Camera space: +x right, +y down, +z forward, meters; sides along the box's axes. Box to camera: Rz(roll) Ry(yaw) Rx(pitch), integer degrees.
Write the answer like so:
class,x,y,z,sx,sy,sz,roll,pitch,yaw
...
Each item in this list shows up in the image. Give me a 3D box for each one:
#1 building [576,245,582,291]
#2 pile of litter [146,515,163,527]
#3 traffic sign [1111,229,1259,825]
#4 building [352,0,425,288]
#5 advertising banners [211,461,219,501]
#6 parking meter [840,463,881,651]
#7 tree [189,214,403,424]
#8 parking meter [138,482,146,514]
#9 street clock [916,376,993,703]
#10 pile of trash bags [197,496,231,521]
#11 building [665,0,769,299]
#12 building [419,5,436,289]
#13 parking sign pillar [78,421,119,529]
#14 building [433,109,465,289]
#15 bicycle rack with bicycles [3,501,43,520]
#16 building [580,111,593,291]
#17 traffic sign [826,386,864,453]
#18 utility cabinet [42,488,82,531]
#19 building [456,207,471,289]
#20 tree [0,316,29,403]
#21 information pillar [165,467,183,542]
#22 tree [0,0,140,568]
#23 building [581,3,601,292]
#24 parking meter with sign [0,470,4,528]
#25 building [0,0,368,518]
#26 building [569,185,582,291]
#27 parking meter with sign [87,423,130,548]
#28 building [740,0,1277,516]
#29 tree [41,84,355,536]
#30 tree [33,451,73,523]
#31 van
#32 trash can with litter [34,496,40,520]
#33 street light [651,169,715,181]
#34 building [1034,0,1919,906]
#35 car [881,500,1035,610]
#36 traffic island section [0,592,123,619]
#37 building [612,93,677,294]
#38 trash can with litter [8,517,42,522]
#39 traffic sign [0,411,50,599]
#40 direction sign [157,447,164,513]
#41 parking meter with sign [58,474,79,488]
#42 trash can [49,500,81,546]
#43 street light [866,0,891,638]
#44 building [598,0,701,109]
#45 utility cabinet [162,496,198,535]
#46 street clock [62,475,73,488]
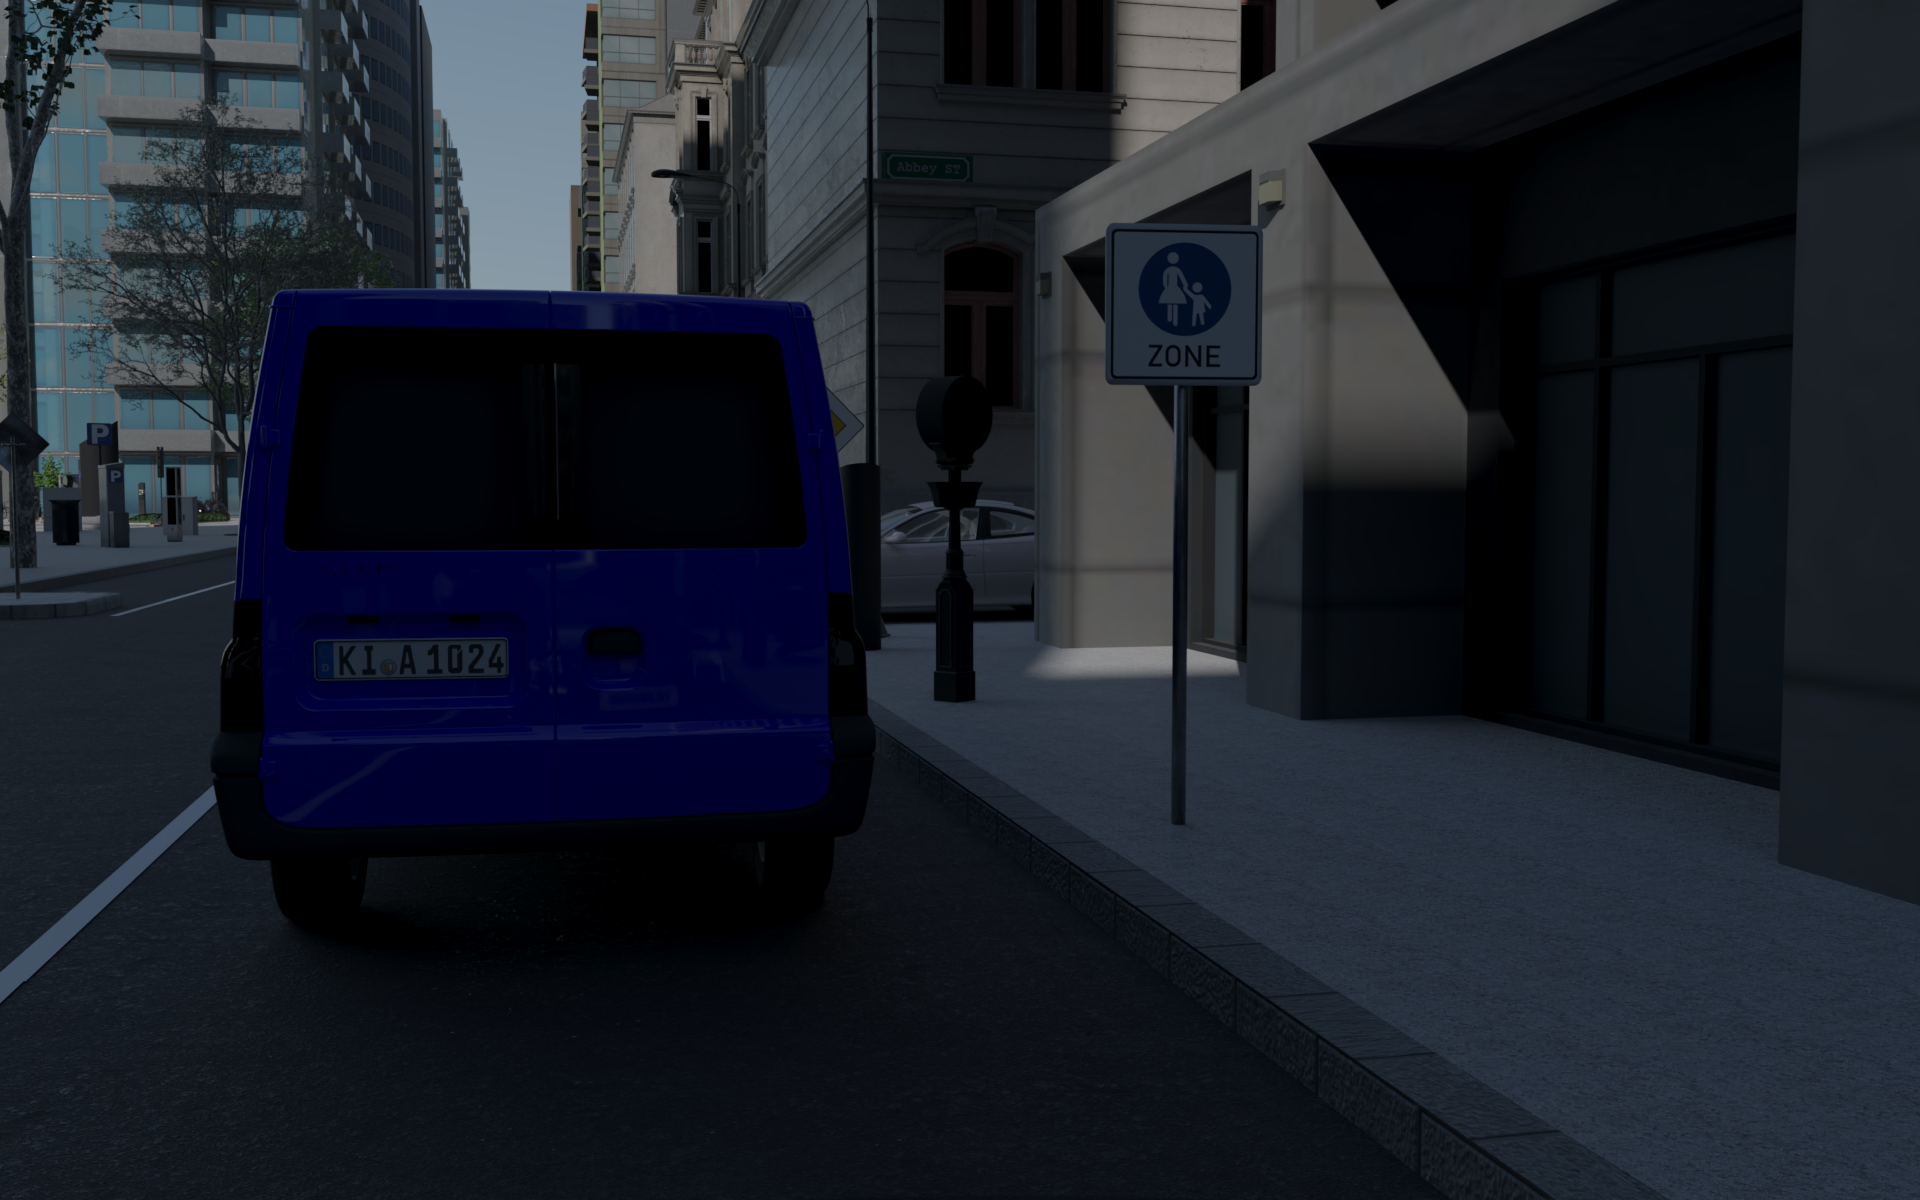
class,x,y,z,sx,sy,sz,roll,pitch,yaw
building,-37.811,-26.421,203.677,14.160,30.474,14.107,-1,4,-13
pile of litter,-31.124,-3.323,68.289,1.719,0.858,1.176,-1,4,-14
traffic sign,0.848,-0.277,6.664,0.606,2.300,0.079,0,4,-7
building,-53.364,-36.180,133.543,21.231,58.520,28.212,-1,4,-13
advertising banners,-38.726,-5.744,90.104,0.090,3.025,2.074,-1,4,-13
parking meter,-0.836,-0.358,14.268,0.372,1.533,0.369,0,3,0
tree,-24.180,-8.424,63.483,9.928,11.665,9.643,0,3,0
parking meter,-40.620,-4.912,86.014,0.255,1.863,0.399,-1,4,-12
street clock,-0.033,-0.375,10.700,0.358,2.002,0.471,3,5,41
pile of trash bags,-35.615,-4.495,83.250,3.447,1.369,1.912,-2,4,-32
building,-3.211,-14.900,62.706,14.460,24.649,34.723,-1,4,-13
building,-54.723,-30.922,155.680,14.600,45.320,14.200,-1,4,-13
parking sign pillar,-31.494,-4.580,63.347,1.447,3.967,1.447,-3,4,-38
building,-73.280,-36.424,215.137,23.786,49.044,30.456,-1,4,-13
bicycle rack with bicycles,-46.915,-4.486,86.731,2.852,0.926,2.925,1,4,10
building,-34.205,-30.957,189.742,14.154,41.232,14.086,-1,4,-13
traffic sign,-1.241,-0.715,15.339,0.795,2.450,0.064,-1,4,-13
utility cabinet,-30.579,-3.077,58.996,1.173,1.500,0.318,-2,4,-30
building,-74.670,-33.923,238.239,14.154,41.232,14.086,-1,4,-13
tree,-34.808,-6.723,60.285,4.737,8.622,4.395,0,3,0
information pillar,-21.108,-2.570,46.505,0.304,2.012,0.304,0,4,-2
tree,-17.800,-10.620,29.520,12.611,20.169,13.585,0,3,0
building,-22.820,-30.761,157.574,22.147,44.769,28.867,-1,4,-13
parking meter with sign,-31.108,-3.631,55.623,0.543,3.016,1.738,-1,4,-13
building,-48.218,-29.685,104.955,23.786,49.044,30.456,-1,4,-13
building,-47.925,-36.414,245.486,14.600,45.320,14.200,-1,4,-13
parking meter with sign,-20.548,-2.792,41.908,0.543,3.016,1.738,-3,5,-41
building,8.103,-15.018,32.938,23.554,28.519,14.401,-1,4,-13
tree,-22.205,-8.725,53.019,12.009,13.543,11.850,0,3,0
tree,-40.712,-5.063,77.378,1.663,3.219,1.824,0,3,0
van,-1.728,-0.197,7.606,2.240,2.365,5.245,-1,4,-12
trash can with litter,-45.158,-4.437,83.933,1.055,1.170,0.624,1,4,20
street light,-3.727,-3.211,25.039,1.470,5.913,1.316,-1,4,-13
building,12.969,-34.684,5.342,20.563,71.187,20.611,-1,4,-13
car,-0.316,-0.491,20.393,4.827,1.381,2.083,-1,4,-13
traffic island section,-11.536,0.068,21.172,2.009,0.180,2.903,-1,4,-13
building,-12.296,-14.617,88.134,9.793,20.994,18.267,-1,4,-13
trash can with litter,-43.190,-4.205,79.801,2.233,1.210,1.678,1,4,14
traffic sign,-11.515,-1.069,21.116,0.795,2.450,0.064,-1,4,-13
direction sign,-38.267,-5.563,82.953,0.379,3.537,0.876,0,4,-7
parking meter with sign,-34.371,-4.315,66.808,1.738,3.016,0.543,-3,4,-36
trash can,-22.378,-1.938,43.337,0.748,1.137,0.748,0,3,0
street light,-1.323,-2.613,15.271,1.470,5.913,1.316,-1,4,-13
building,-15.375,-25.969,108.183,14.154,41.232,14.086,-1,4,-13
utility cabinet,-24.376,-2.628,54.133,1.020,1.237,0.306,0,4,6
street clock,-33.882,-3.746,65.815,0.471,2.002,0.358,3,5,41
